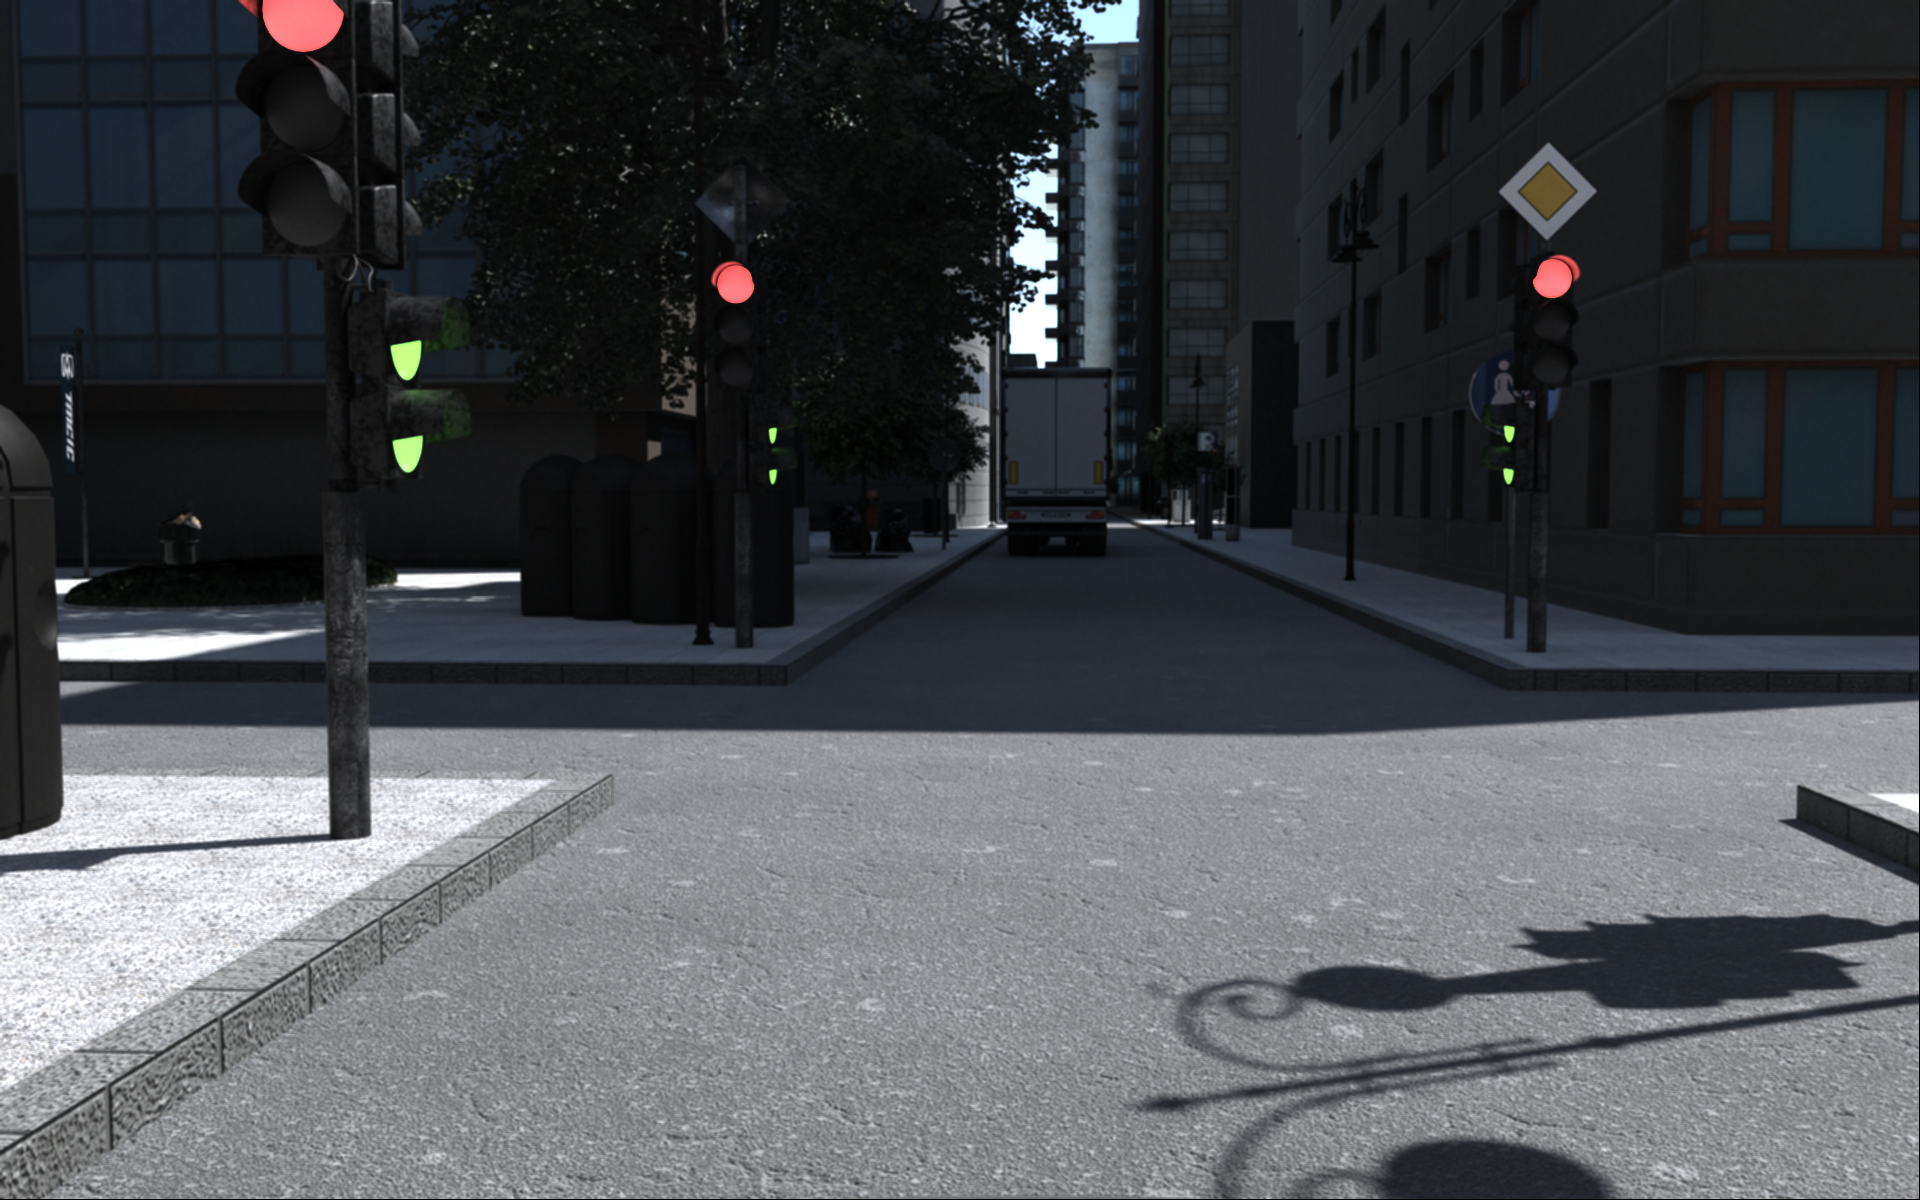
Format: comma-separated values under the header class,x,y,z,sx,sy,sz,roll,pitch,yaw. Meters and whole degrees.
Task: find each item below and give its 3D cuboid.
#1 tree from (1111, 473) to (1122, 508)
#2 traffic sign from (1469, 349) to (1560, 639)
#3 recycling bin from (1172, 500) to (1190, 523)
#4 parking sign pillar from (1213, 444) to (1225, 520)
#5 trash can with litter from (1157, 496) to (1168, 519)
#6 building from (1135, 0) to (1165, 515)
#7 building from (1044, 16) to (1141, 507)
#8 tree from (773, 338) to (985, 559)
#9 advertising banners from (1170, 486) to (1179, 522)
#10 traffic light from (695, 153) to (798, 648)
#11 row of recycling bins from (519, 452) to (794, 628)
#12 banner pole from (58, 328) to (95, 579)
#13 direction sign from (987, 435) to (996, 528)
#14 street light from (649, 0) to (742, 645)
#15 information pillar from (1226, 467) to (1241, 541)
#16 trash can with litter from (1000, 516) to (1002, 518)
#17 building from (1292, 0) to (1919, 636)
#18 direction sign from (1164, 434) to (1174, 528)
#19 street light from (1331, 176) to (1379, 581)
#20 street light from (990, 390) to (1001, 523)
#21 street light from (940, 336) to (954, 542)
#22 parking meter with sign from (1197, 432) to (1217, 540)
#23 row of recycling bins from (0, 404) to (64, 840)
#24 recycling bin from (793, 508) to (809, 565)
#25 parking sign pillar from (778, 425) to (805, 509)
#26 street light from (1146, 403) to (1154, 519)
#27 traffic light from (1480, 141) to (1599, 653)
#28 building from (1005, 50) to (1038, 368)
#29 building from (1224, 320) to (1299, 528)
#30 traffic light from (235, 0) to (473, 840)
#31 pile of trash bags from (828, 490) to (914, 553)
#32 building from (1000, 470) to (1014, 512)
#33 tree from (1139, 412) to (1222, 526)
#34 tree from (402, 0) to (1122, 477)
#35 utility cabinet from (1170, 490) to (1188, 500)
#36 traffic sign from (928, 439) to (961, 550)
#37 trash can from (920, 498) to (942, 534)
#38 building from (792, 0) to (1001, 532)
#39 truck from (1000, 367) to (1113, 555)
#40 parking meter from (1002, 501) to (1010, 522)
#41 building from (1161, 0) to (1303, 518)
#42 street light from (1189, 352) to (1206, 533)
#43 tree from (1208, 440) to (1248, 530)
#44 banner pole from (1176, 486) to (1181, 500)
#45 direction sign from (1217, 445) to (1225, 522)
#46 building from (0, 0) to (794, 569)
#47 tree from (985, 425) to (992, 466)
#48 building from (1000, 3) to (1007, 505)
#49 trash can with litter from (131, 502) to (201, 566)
class,x,y,z,sx,sy,sz,roll,pitch,yaw
tree,13.748,-9.890,156.302,1.663,3.219,1.824,0,3,0
traffic sign,4.877,-0.929,15.302,0.768,2.556,0.104,1,4,11
recycling bin,9.977,-4.011,78.137,0.722,1.027,0.722,0,4,-2
parking sign pillar,12.936,-5.971,86.103,1.447,3.967,1.447,2,4,33
trash can with litter,10.435,-4.637,87.206,0.624,1.170,1.055,3,5,44
building,20.053,-29.055,125.156,14.600,45.320,14.200,0,4,3
building,24.305,-34.515,183.936,30.456,49.044,23.786,0,4,3
tree,-2.028,-3.124,34.789,4.285,4.588,4.351,0,3,0
advertising banners,9.951,-5.138,80.198,0.090,3.025,2.074,1,4,19
traffic light,-1.783,-1.555,14.343,0.839,4.253,0.868,0,4,3
row of recycling bins,-3.152,-0.644,17.639,3.534,1.692,1.069,2,4,34
banner pole,-13.248,-2.197,25.935,0.401,3.779,0.863,0,4,-2
direction sign,1.221,-4.556,66.480,0.379,3.537,0.876,0,4,1
street light,-2.194,-2.558,14.613,0.468,5.910,1.993,0,4,3
information pillar,7.449,-2.615,47.249,0.304,2.012,0.304,2,4,32
trash can with litter,2.008,-4.750,89.053,1.055,1.170,0.624,-1,4,-9
building,21.880,-11.190,27.995,28.899,21.520,27.650,0,4,3
direction sign,7.987,-4.534,66.133,0.379,3.537,0.876,2,4,27
street light,5.802,-3.230,25.593,0.468,5.910,1.993,0,4,3
street light,1.599,-6.362,76.811,0.468,5.910,1.993,0,4,3
street light,-0.345,-4.468,45.846,0.468,5.910,1.993,0,4,3
parking meter with sign,7.006,-3.244,49.302,0.543,3.016,1.738,0,4,6
row of recycling bins,-5.231,0.013,6.901,3.534,1.692,1.069,1,4,10
recycling bin,-3.250,-1.175,31.761,0.722,1.027,0.722,3,4,39
parking sign pillar,-5.359,-3.941,52.912,1.447,3.967,1.447,3,4,39
street light,9.692,-7.071,88.404,0.468,5.910,1.993,0,4,3
traffic light,4.667,-1.532,13.968,0.839,4.253,0.868,0,4,3
building,-7.250,-53.267,183.585,31.000,86.520,22.319,0,4,3
building,21.677,-45.489,56.421,22.319,86.520,31.000,0,4,3
traffic light,-2.268,-1.067,6.373,0.839,4.253,0.868,0,4,3
pile of trash bags,-2.049,-1.821,39.528,1.912,1.369,3.447,0,4,-3
building,-11.850,-26.852,130.903,32.217,40.220,23.993,0,4,3
tree,8.854,-5.226,69.154,4.285,4.588,4.351,0,3,0
tree,-2.807,-7.006,21.212,9.857,13.997,8.962,0,3,0
utility cabinet,11.175,-4.894,88.700,1.173,1.500,0.318,-3,5,-43
traffic sign,-0.370,-2.425,39.754,0.768,2.556,0.104,1,4,11
trash can,-0.935,-2.735,56.364,0.748,1.137,0.748,0,3,0
building,-9.357,-32.293,69.992,21.231,58.520,28.212,0,4,3
truck,2.526,-3.371,44.036,2.839,4.237,11.283,0,4,4
parking meter,2.117,-4.503,79.333,0.255,1.863,0.399,1,4,21
building,18.371,-25.285,96.997,14.154,41.232,14.086,0,4,3
street light,7.742,-5.124,56.558,0.468,5.910,1.993,0,4,3
tree,9.225,-4.088,61.448,1.663,3.219,1.824,0,3,0
banner pole,10.525,-5.761,84.210,0.863,3.779,0.401,2,4,34
direction sign,12.075,-5.383,80.013,0.876,3.537,0.379,1,4,8
building,-11.451,-23.559,35.304,14.600,45.320,14.200,0,4,3
tree,-0.801,-4.203,52.434,4.285,4.588,4.351,0,3,0
building,-6.810,-32.421,153.782,21.600,48.544,21.300,0,4,3
trash can with litter,-11.439,-0.820,24.801,1.055,1.170,0.624,-2,4,-25
